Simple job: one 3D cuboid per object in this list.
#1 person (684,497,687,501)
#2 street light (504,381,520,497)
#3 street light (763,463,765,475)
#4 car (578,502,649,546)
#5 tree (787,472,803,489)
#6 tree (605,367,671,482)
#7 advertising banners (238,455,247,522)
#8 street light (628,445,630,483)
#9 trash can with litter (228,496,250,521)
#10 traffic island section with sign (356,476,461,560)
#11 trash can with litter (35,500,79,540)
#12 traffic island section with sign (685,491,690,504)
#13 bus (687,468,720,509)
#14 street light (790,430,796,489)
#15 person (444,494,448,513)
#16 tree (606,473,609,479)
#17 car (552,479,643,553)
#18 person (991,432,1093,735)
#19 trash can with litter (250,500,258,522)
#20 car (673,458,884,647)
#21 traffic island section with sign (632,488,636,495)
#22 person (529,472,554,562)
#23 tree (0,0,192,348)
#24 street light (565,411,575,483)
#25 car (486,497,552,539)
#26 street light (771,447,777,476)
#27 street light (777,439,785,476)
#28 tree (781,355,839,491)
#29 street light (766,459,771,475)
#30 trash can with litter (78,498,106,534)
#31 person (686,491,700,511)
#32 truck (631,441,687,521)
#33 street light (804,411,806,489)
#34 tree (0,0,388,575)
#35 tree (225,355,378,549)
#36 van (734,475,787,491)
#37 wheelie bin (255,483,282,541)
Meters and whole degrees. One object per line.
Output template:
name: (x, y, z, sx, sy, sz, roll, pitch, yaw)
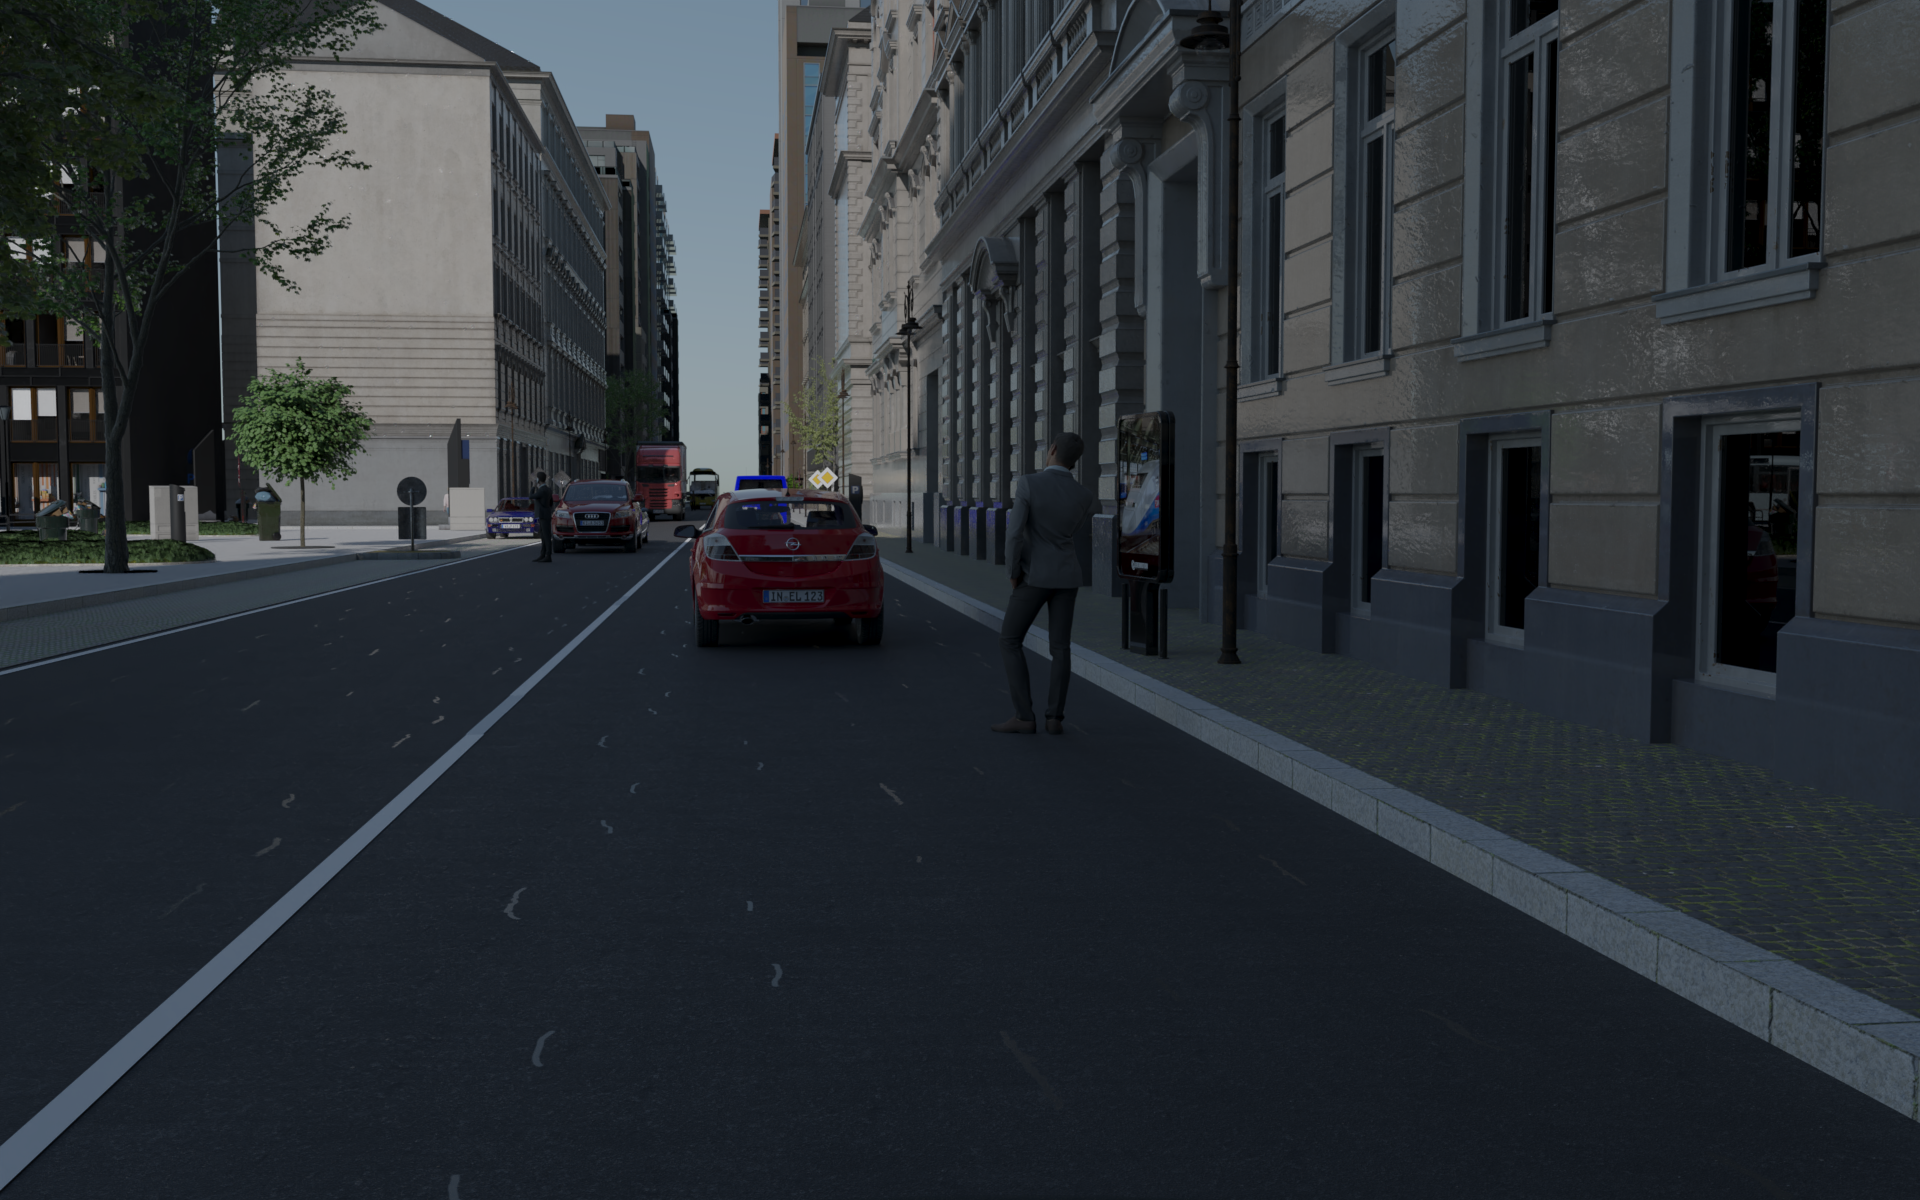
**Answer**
person: (-35.142, -12.993, 221.618, 0.721, 1.739, 1.217, 0, 4, 5)
street light: (-18.364, -6.014, 71.121, 0.468, 5.910, 1.993, 0, 4, -7)
street light: (-24.668, -15.257, 222.238, 0.468, 5.910, 1.993, 0, 4, -7)
car: (-9.897, -2.298, 49.569, 2.014, 1.417, 4.499, 0, 4, -6)
tree: (-14.677, -9.512, 150.124, 1.663, 3.219, 1.824, 0, 3, 0)
tree: (-27.217, -13.174, 141.150, 9.928, 11.665, 9.643, 0, 3, 0)
advertising banners: (-30.008, -4.659, 72.370, 0.090, 3.025, 2.074, -1, 4, -15)
street light: (-28.102, -10.648, 146.878, 0.468, 5.910, 1.993, 0, 4, -7)
trash can with litter: (-33.559, -4.237, 80.670, 0.624, 1.170, 1.055, 1, 4, 21)
traffic island section with sign: (-12.183, -1.822, 38.419, 1.989, 1.847, 2.006, 0, 4, -7)
trash can with litter: (-18.182, -1.400, 34.275, 0.624, 1.170, 1.055, 3, 5, 40)
traffic island section with sign: (-42.838, -16.514, 278.627, 1.989, 1.847, 2.006, 0, 4, -7)
bus: (-24.337, -10.611, 165.034, 2.896, 3.916, 12.252, 0, 4, -6)
street light: (-11.675, -9.089, 121.394, 0.468, 5.910, 1.993, 0, 4, -7)
person: (-19.444, -3.507, 66.516, 0.731, 1.740, 0.598, -1, 4, -18)
tree: (-27.351, -8.478, 133.211, 1.663, 3.219, 1.824, 0, 3, 0)
car: (-9.158, -2.157, 43.936, 2.281, 1.827, 5.304, 0, 4, -8)
person: (0.493, -0.105, 10.401, 0.592, 1.802, 0.473, -1, 4, -10)
trash can with litter: (-23.802, -2.923, 59.172, 0.624, 1.170, 1.055, -1, 4, -21)
car: (-1.861, -0.539, 17.848, 2.155, 1.783, 4.494, -1, 4, -9)
traffic island section with sign: (-22.636, -6.830, 120.303, 1.989, 1.847, 2.006, 0, 4, -7)
person: (-8.801, -1.744, 36.378, 0.474, 1.900, 0.648, 0, 4, -7)
tree: (-11.074, -6.016, 16.486, 7.486, 12.596, 7.792, 0, 3, 0)
street light: (-21.660, -7.550, 96.224, 0.468, 5.910, 1.993, 0, 4, -7)
car: (-14.232, -2.658, 56.043, 1.945, 1.354, 3.894, 0, 4, -6)
street light: (-18.215, -12.189, 172.084, 0.468, 5.910, 1.993, 0, 4, -7)
street light: (-14.972, -10.612, 146.296, 0.468, 5.910, 1.993, 0, 4, -7)
tree: (-6.776, -8.483, 89.053, 4.737, 8.622, 4.395, 0, 3, 0)
street light: (-21.444, -13.701, 196.791, 0.468, 5.910, 1.993, 0, 4, -7)
trash can with litter: (-24.409, -2.296, 48.934, 0.624, 1.170, 1.055, 2, 4, 32)
person: (-22.784, -8.481, 147.880, 1.217, 1.735, 0.721, -1, 4, -21)
truck: (-16.249, -6.450, 94.373, 2.839, 4.237, 11.283, 0, 4, -8)
street light: (-8.625, -7.577, 96.665, 0.468, 5.910, 1.993, 0, 4, -7)
tree: (-13.592, -6.250, 27.946, 9.928, 11.665, 9.643, 0, 3, 0)
tree: (-15.571, -3.501, 40.960, 4.285, 4.588, 4.351, 0, 3, 0)
van: (-6.781, -3.339, 58.973, 2.240, 2.365, 5.245, 0, 4, -7)
wheelie bin: (-18.975, -2.423, 47.518, 0.693, 1.594, 0.980, -2, 4, -25)
